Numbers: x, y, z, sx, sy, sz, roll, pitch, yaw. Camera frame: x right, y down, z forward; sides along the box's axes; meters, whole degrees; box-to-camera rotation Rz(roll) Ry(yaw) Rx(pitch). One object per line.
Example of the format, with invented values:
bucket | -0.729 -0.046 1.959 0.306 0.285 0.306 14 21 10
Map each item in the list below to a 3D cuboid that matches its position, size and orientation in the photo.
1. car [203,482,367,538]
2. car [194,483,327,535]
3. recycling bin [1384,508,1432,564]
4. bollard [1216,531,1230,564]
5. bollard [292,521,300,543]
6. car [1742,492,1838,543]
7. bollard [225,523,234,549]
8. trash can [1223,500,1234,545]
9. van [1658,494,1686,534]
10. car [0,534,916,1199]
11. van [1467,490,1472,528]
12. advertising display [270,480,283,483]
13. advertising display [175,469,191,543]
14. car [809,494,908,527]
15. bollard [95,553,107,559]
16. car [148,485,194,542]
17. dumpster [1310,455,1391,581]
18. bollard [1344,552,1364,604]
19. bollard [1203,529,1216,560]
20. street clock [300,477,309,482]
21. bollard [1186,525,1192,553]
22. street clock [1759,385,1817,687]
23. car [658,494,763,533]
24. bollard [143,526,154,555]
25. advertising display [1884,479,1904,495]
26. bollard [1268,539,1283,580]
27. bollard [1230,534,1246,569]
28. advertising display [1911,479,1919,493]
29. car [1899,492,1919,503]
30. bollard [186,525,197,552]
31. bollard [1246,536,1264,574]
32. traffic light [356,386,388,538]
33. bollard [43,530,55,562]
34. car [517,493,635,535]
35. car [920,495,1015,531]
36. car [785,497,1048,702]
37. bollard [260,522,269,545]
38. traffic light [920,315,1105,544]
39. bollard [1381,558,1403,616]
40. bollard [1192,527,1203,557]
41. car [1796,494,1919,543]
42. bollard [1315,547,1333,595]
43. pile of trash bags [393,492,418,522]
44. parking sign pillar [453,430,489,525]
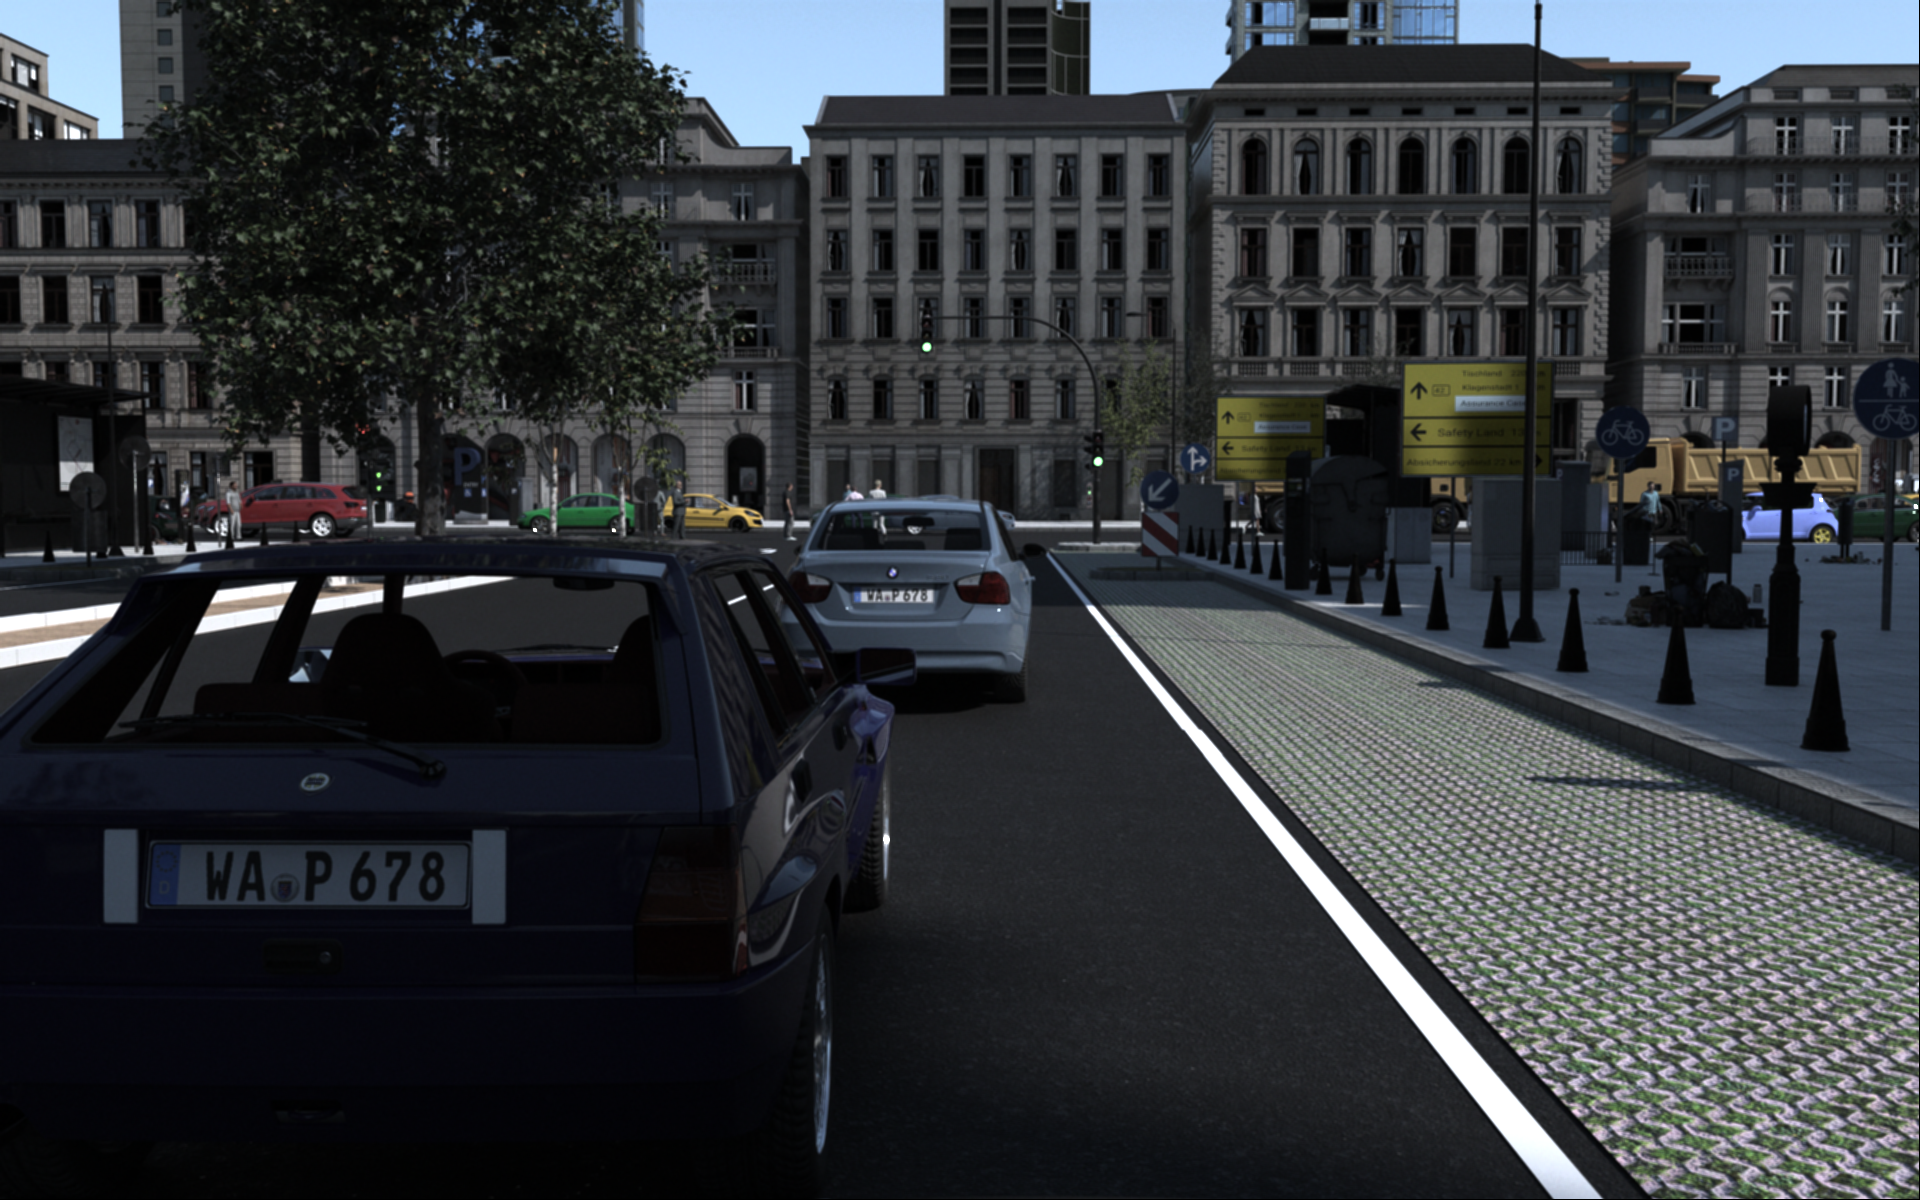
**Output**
car | -22.082 -2.945 56.816 5.304 1.827 2.281 0 4 0
car | -24.316 -3.214 61.220 5.304 1.827 2.281 0 4 0
recycling bin | 8.283 -1.197 32.122 0.722 1.027 0.722 0 4 -5
bollard | 4.864 -0.960 31.733 0.229 0.601 0.229 0 3 0
bollard | -16.911 -1.717 44.111 0.229 0.601 0.229 0 3 0
car | 21.838 -2.299 47.175 3.694 1.707 1.945 0 4 3
bollard | -16.991 -1.482 40.276 0.229 0.601 0.229 0 3 0
trash can | 6.191 -1.828 41.534 0.748 1.137 0.748 0 3 0
van | 27.661 -3.445 63.343 4.112 2.044 2.013 0 4 3
car | -1.112 0.472 4.863 1.945 1.354 3.894 0 4 1
van | 17.522 -2.775 52.383 4.112 2.044 2.013 0 4 1
advertising display | -31.081 -4.500 78.793 0.974 1.923 0.123 3 5 43
advertising display | -20.373 -2.459 45.417 0.123 1.923 0.974 -1 4 -10
car | -3.163 -3.215 64.364 4.920 1.459 2.131 0 4 1
bollard | -17.116 -1.130 34.520 0.229 0.601 0.229 0 3 0
car | -23.688 -2.369 48.515 4.222 1.686 2.009 0 4 3
dumpster | 5.766 -1.256 26.301 1.264 1.857 1.865 0 4 1
bollard | 4.611 -0.256 20.227 0.229 0.601 0.229 0 3 0
bollard | 4.908 -1.078 33.660 0.229 0.601 0.229 0 3 0
street clock | -28.508 -4.330 75.367 0.358 2.002 0.471 -3 5 -39
bollard | 4.991 -1.313 37.502 0.229 0.601 0.229 0 3 0
street clock | 5.531 -0.430 11.593 0.358 2.002 0.471 2 4 32
car | -9.393 -3.354 65.059 3.980 1.641 2.015 0 4 2
bollard | -17.082 -1.247 36.435 0.229 0.601 0.229 0 3 0
advertising display | 38.696 -4.072 71.796 0.974 1.923 0.123 -1 4 -20
bollard | 4.738 -0.608 25.978 0.229 0.601 0.229 0 3 0
bollard | 4.824 -0.842 29.810 0.229 0.601 0.229 0 3 0
advertising display | 41.429 -4.250 74.704 0.974 1.923 0.123 -1 4 -19
car | 34.759 -3.140 61.569 3.980 1.641 2.015 0 4 1
bollard | -17.035 -1.365 38.354 0.229 0.601 0.229 0 3 0
bollard | 4.780 -0.725 27.896 0.229 0.601 0.229 0 3 0
traffic light | -15.229 -3.409 44.665 0.839 4.253 0.868 0 4 1
bollard | -17.160 -1.013 32.601 0.229 0.601 0.229 0 3 0
car | -13.147 -3.179 60.770 4.718 1.807 1.959 0 4 0
car | -0.310 -2.983 60.774 4.499 1.417 2.014 0 3 0
car | -0.336 -0.076 13.243 2.014 1.417 4.499 0 4 2
bollard | -16.952 -1.599 42.191 0.229 0.601 0.229 0 3 0
traffic light | 1.385 -4.251 44.175 4.771 5.953 1.251 0 4 1
bollard | 4.567 -0.138 18.305 0.229 0.601 0.229 0 3 0
bollard | 4.951 -1.195 35.588 0.229 0.601 0.229 0 3 0
car | 26.218 -2.372 50.582 4.920 1.459 2.131 0 4 0
bollard | 4.655 -0.373 22.141 0.229 0.601 0.229 0 3 0
pile of trash bags | -25.434 -4.340 80.709 1.912 1.369 3.447 -2 4 -28
parking sign pillar | -20.522 -5.143 72.552 1.447 3.967 1.447 1 4 16
